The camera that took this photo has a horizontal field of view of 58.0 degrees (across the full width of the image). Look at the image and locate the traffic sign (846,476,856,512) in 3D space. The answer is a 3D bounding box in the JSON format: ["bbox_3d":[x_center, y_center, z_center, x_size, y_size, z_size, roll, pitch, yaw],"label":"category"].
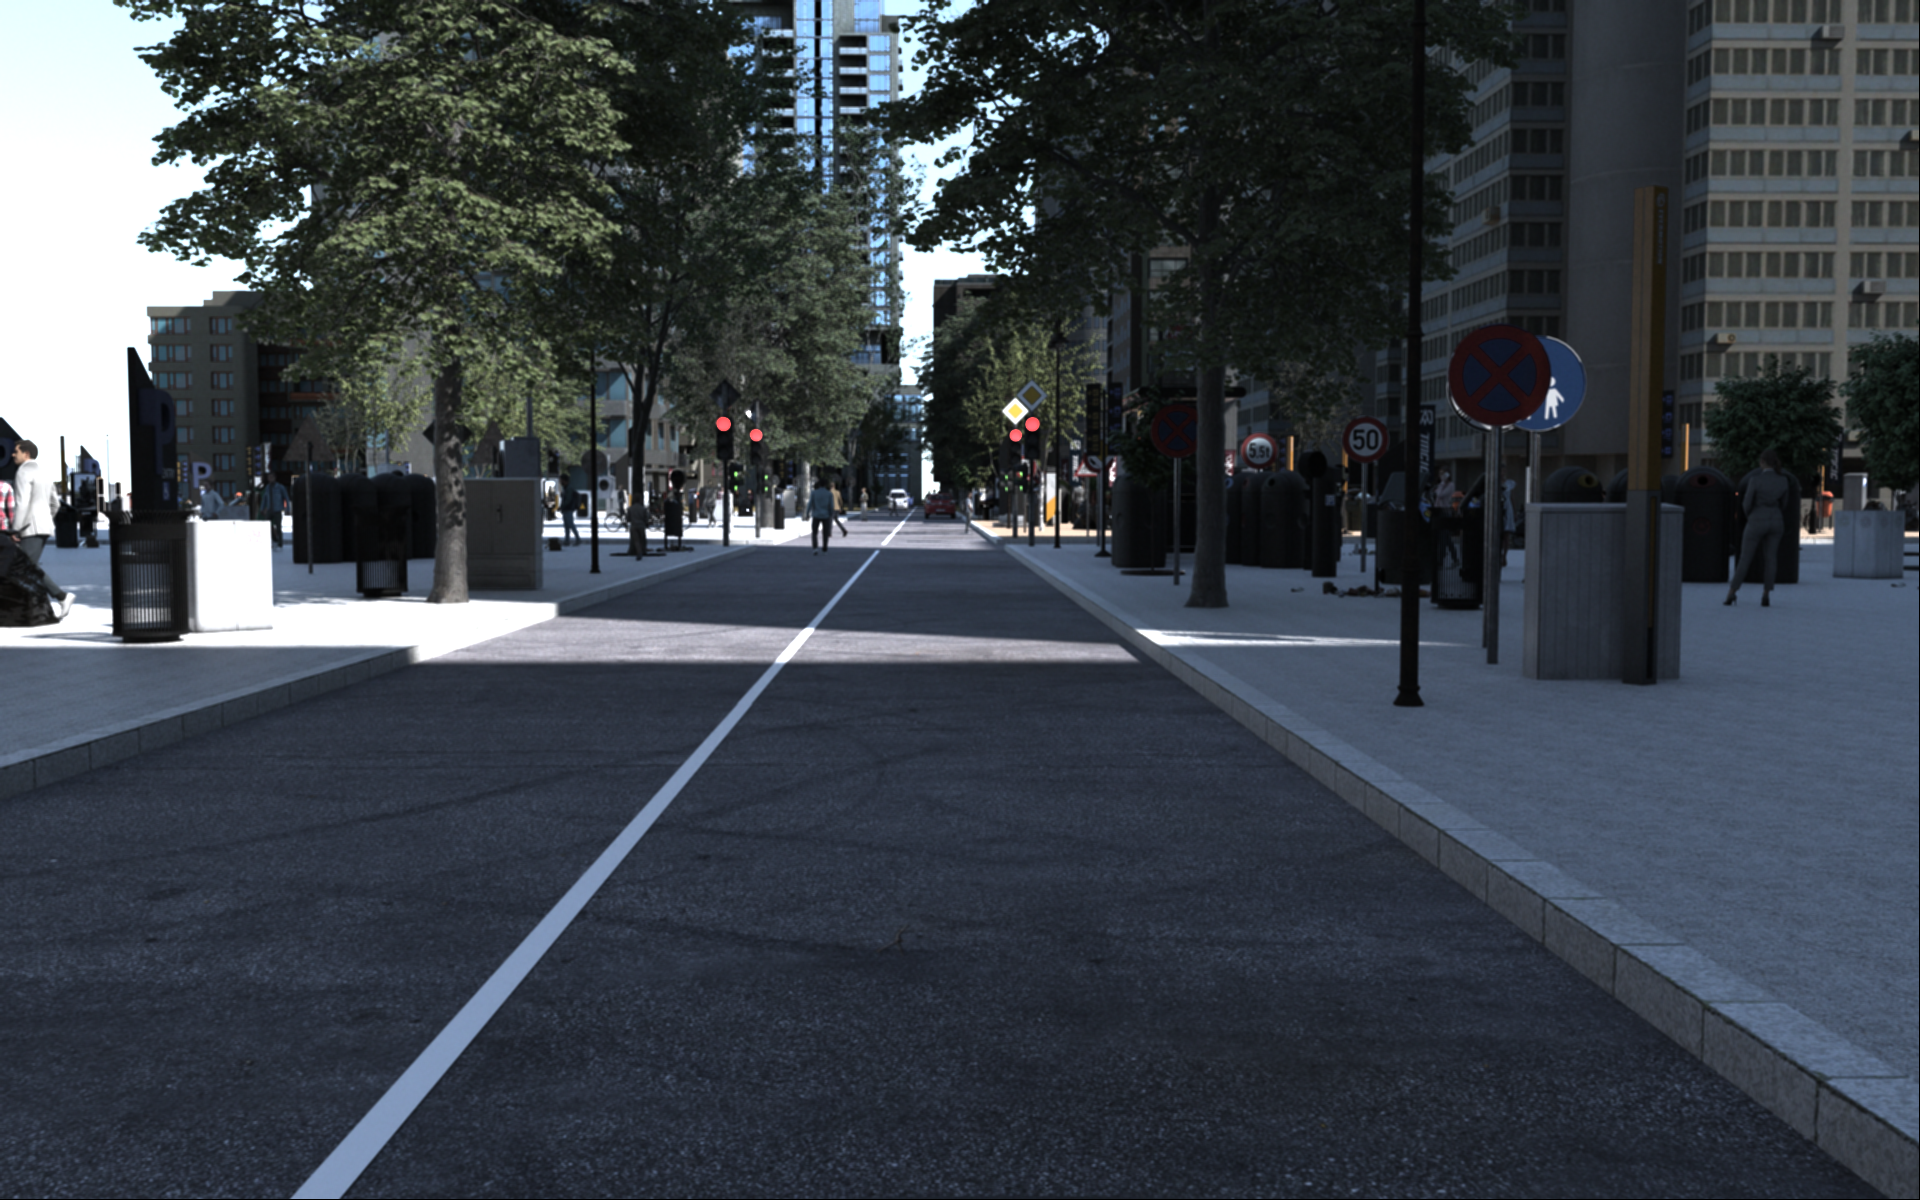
[{"bbox_3d":[-7.838,-7.601,124.379,0.768,2.556,0.104,0,4,4],"label":"traffic sign"}]

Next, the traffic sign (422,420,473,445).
[{"bbox_3d":[-7.750,-1.618,26.183,0.795,2.593,0.064,0,4,8],"label":"traffic sign"}]

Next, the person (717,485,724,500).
[{"bbox_3d":[-11.713,-4.809,85.515,0.563,1.720,0.643,-2,4,-23],"label":"person"}]

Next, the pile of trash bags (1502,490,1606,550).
[{"bbox_3d":[14.323,-1.900,40.810,3.447,1.369,1.912,-3,5,-42],"label":"pile of trash bags"}]

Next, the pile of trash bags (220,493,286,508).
[{"bbox_3d":[-38.382,-5.164,94.191,3.447,1.369,1.912,-2,4,-35],"label":"pile of trash bags"}]

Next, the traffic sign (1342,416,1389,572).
[{"bbox_3d":[6.623,-1.729,28.375,0.768,2.556,0.104,0,4,2],"label":"traffic sign"}]

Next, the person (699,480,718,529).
[{"bbox_3d":[-9.307,-3.558,64.406,0.728,1.800,0.709,3,4,37],"label":"person"}]

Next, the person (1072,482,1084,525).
[{"bbox_3d":[4.955,-4.040,72.273,0.592,1.802,0.473,1,4,21],"label":"person"}]

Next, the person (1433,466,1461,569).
[{"bbox_3d":[8.231,-1.388,29.319,0.643,1.750,0.593,0,4,-4],"label":"person"}]

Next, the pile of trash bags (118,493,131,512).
[{"bbox_3d":[-48.783,-5.499,99.659,3.447,1.369,1.912,1,4,18],"label":"pile of trash bags"}]

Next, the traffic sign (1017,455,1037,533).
[{"bbox_3d":[2.139,-3.477,56.953,0.768,2.556,0.104,0,4,7],"label":"traffic sign"}]

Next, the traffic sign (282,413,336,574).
[{"bbox_3d":[-10.482,-1.706,27.890,0.884,2.594,0.081,0,4,4],"label":"traffic sign"}]

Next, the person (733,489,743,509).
[{"bbox_3d":[-19.760,-8.986,153.785,1.217,1.723,0.721,-3,5,-41],"label":"person"}]

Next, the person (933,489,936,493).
[{"bbox_3d":[-1.897,-7.420,129.831,0.705,1.821,1.348,-1,4,-22],"label":"person"}]

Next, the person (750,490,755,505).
[{"bbox_3d":[-21.172,-10.320,175.460,0.721,1.739,1.217,2,4,29],"label":"person"}]

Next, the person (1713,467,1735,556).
[{"bbox_3d":[15.227,-1.763,34.973,0.850,1.850,0.679,2,4,29],"label":"person"}]

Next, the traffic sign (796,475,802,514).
[{"bbox_3d":[-10.437,-6.924,113.306,0.768,2.556,0.104,0,4,6],"label":"traffic sign"}]

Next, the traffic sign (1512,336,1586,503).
[{"bbox_3d":[4.655,-0.852,14.043,0.768,2.556,0.104,0,4,1],"label":"traffic sign"}]

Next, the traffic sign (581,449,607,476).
[{"bbox_3d":[-10.395,-3.003,49.201,0.768,2.556,0.104,0,4,6],"label":"traffic sign"}]

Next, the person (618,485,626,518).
[{"bbox_3d":[-18.136,-5.297,93.070,0.534,1.772,0.576,-1,4,-13],"label":"person"}]

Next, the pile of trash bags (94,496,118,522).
[{"bbox_3d":[-40.341,-4.257,79.359,1.912,1.369,3.447,0,4,-8],"label":"pile of trash bags"}]

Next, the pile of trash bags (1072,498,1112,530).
[{"bbox_3d":[5.635,-3.210,62.244,1.912,1.369,3.447,-3,5,-40],"label":"pile of trash bags"}]

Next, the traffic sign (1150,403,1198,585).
[{"bbox_3d":[3.062,-1.486,24.404,0.768,2.556,0.104,1,4,8],"label":"traffic sign"}]

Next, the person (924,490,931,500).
[{"bbox_3d":[-2.499,-8.015,140.103,0.990,1.755,0.434,1,4,13],"label":"person"}]

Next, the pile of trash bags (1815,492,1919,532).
[{"bbox_3d":[31.669,-3.097,60.383,3.447,1.369,1.912,2,4,35],"label":"pile of trash bags"}]

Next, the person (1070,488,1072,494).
[{"bbox_3d":[8.071,-7.249,125.563,0.512,1.701,0.522,1,4,9],"label":"person"}]

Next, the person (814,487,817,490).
[{"bbox_3d":[-11.733,-8.234,140.671,0.705,1.824,1.348,-1,4,-20],"label":"person"}]

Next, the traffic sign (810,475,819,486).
[{"bbox_3d":[-9.429,-6.797,110.871,0.795,2.593,0.064,0,4,6],"label":"traffic sign"}]

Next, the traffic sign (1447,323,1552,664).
[{"bbox_3d":[4.031,-0.791,13.034,0.768,2.556,0.104,0,4,3],"label":"traffic sign"}]

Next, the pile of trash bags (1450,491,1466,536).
[{"bbox_3d":[14.655,-2.667,53.352,3.447,1.369,1.912,-3,5,-45],"label":"pile of trash bags"}]

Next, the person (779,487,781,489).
[{"bbox_3d":[-13.783,-7.724,132.422,1.348,1.812,0.705,0,4,6],"label":"person"}]

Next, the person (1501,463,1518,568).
[{"bbox_3d":[9.342,-1.460,30.016,0.616,1.811,0.778,1,4,18],"label":"person"}]

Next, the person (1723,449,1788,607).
[{"bbox_3d":[9.136,-0.829,19.867,0.520,1.790,0.573,-1,4,-20],"label":"person"}]

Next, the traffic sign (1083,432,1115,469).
[{"bbox_3d":[3.007,-2.251,36.537,0.795,2.593,0.064,0,4,6],"label":"traffic sign"}]

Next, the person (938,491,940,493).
[{"bbox_3d":[-1.818,-8.914,154.925,0.721,1.739,1.217,-2,4,-33],"label":"person"}]

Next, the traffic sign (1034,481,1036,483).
[{"bbox_3d":[3.729,-5.564,91.078,0.768,2.556,0.104,0,4,8],"label":"traffic sign"}]

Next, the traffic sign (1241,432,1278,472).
[{"bbox_3d":[6.164,-2.180,35.751,0.768,2.556,0.104,0,4,3],"label":"traffic sign"}]

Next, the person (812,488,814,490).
[{"bbox_3d":[-14.195,-9.901,167.941,0.705,1.822,1.348,-3,5,-43],"label":"person"}]

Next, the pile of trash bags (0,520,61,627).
[{"bbox_3d":[-9.739,-0.354,15.537,1.912,1.369,3.447,0,4,-1],"label":"pile of trash bags"}]

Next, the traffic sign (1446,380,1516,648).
[{"bbox_3d":[4.408,-0.874,14.398,0.768,2.556,0.104,0,4,3],"label":"traffic sign"}]

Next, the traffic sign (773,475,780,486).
[{"bbox_3d":[-12.296,-7.005,114.637,0.768,2.556,0.104,0,4,4],"label":"traffic sign"}]

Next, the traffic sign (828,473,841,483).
[{"bbox_3d":[-7.701,-6.497,106.329,0.768,2.556,0.104,0,4,2],"label":"traffic sign"}]

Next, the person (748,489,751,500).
[{"bbox_3d":[-18.488,-8.920,152.693,0.445,1.727,0.742,-3,4,-37],"label":"person"}]

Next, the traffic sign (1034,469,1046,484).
[{"bbox_3d":[4.118,-5.397,88.353,0.768,2.556,0.104,0,4,7],"label":"traffic sign"}]

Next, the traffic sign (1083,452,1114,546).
[{"bbox_3d":[3.410,-2.599,42.597,0.768,2.556,0.104,0,4,7],"label":"traffic sign"}]

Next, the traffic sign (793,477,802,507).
[{"bbox_3d":[-9.918,-6.339,105.766,0.606,2.300,0.079,0,4,3],"label":"traffic sign"}]

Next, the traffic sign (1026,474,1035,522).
[{"bbox_3d":[2.756,-4.428,72.512,0.768,2.556,0.104,0,4,4],"label":"traffic sign"}]

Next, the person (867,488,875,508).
[{"bbox_3d":[-8.399,-9.453,160.611,0.705,1.822,1.348,3,5,44],"label":"person"}]

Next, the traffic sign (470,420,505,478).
[{"bbox_3d":[-8.204,-1.864,30.482,0.884,2.594,0.081,0,4,7],"label":"traffic sign"}]

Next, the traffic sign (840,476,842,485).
[{"bbox_3d":[-8.147,-6.974,114.126,0.768,2.556,0.104,0,4,2],"label":"traffic sign"}]

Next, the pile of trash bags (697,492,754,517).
[{"bbox_3d":[-13.346,-5.404,98.115,3.447,1.369,1.912,0,4,1],"label":"pile of trash bags"}]

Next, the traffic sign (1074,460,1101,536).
[{"bbox_3d":[3.882,-3.212,52.524,0.884,2.594,0.081,0,4,2],"label":"traffic sign"}]
